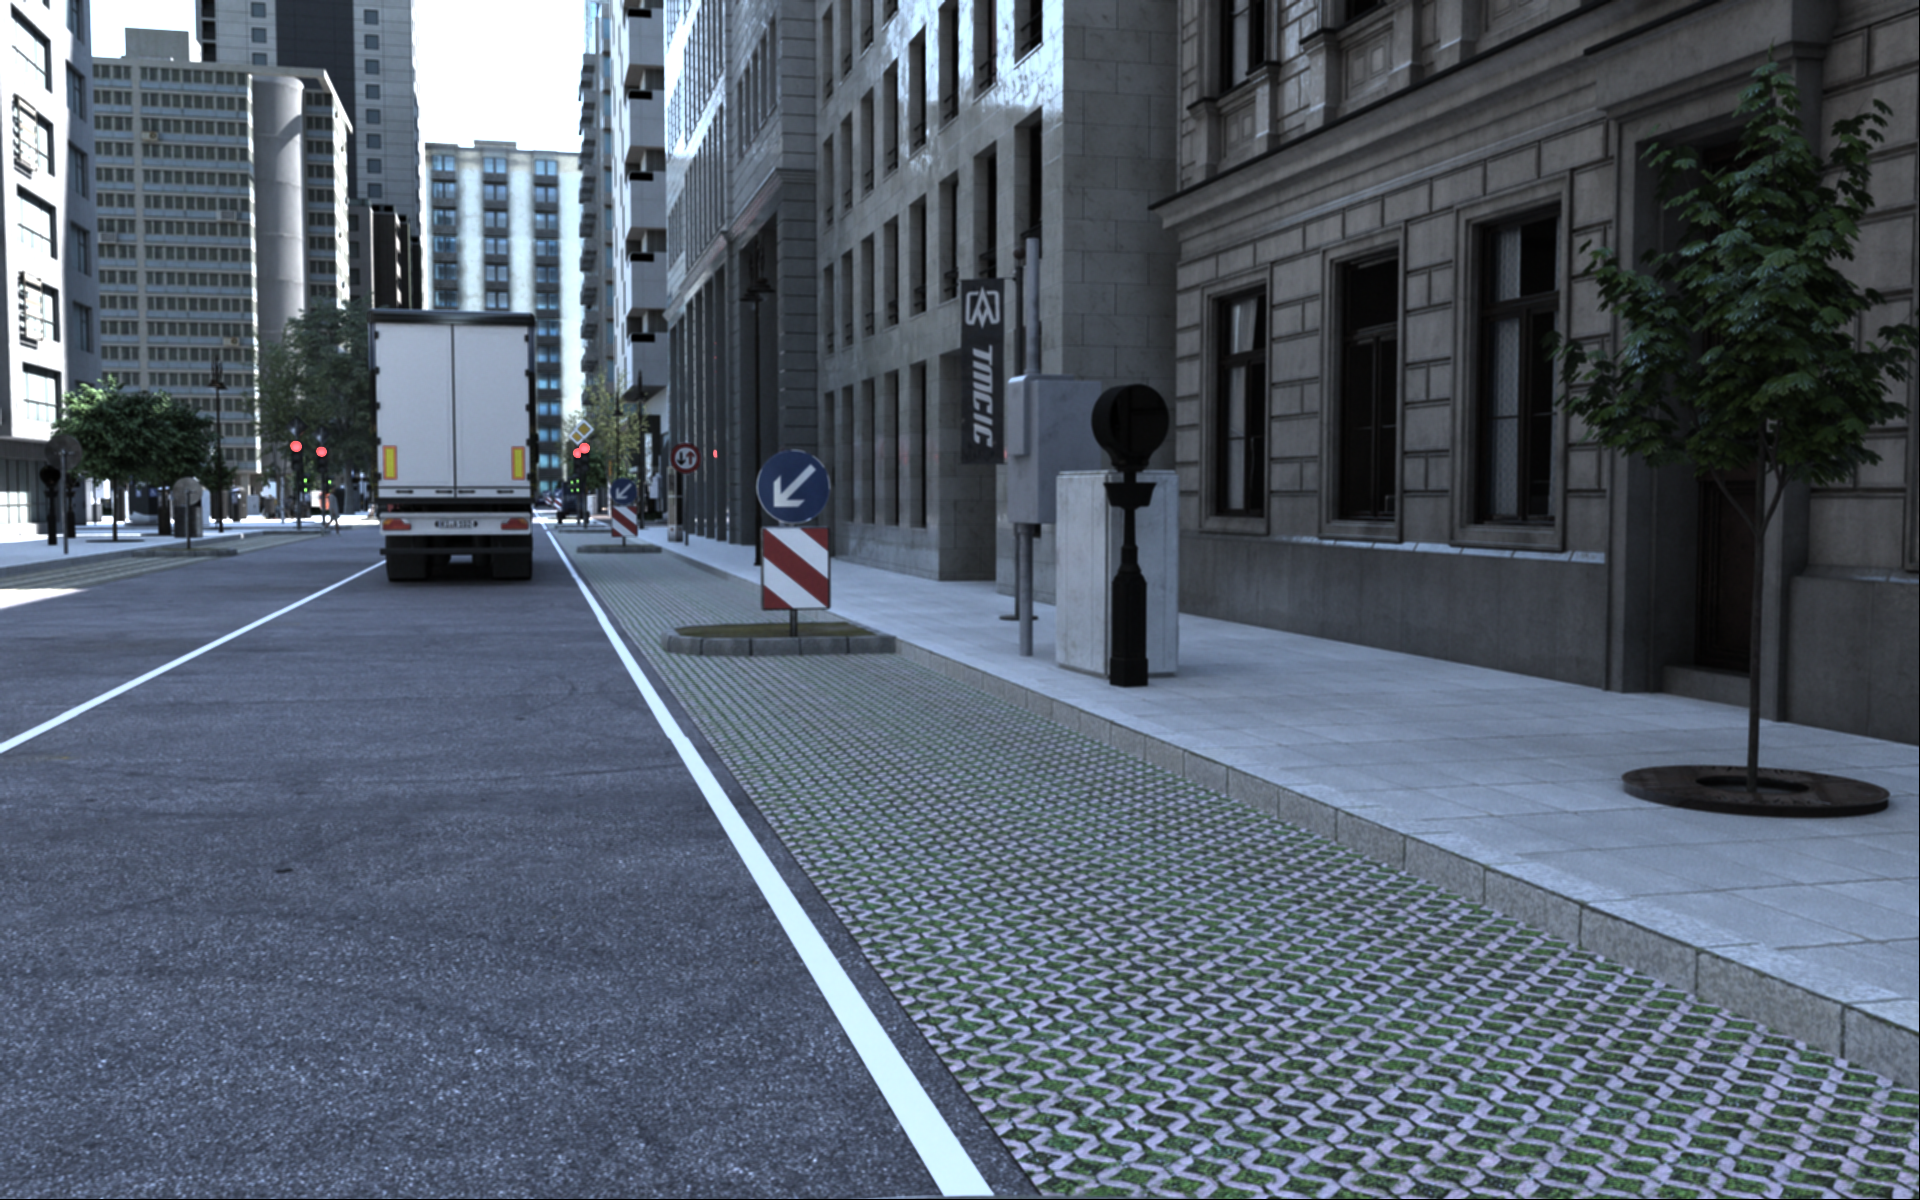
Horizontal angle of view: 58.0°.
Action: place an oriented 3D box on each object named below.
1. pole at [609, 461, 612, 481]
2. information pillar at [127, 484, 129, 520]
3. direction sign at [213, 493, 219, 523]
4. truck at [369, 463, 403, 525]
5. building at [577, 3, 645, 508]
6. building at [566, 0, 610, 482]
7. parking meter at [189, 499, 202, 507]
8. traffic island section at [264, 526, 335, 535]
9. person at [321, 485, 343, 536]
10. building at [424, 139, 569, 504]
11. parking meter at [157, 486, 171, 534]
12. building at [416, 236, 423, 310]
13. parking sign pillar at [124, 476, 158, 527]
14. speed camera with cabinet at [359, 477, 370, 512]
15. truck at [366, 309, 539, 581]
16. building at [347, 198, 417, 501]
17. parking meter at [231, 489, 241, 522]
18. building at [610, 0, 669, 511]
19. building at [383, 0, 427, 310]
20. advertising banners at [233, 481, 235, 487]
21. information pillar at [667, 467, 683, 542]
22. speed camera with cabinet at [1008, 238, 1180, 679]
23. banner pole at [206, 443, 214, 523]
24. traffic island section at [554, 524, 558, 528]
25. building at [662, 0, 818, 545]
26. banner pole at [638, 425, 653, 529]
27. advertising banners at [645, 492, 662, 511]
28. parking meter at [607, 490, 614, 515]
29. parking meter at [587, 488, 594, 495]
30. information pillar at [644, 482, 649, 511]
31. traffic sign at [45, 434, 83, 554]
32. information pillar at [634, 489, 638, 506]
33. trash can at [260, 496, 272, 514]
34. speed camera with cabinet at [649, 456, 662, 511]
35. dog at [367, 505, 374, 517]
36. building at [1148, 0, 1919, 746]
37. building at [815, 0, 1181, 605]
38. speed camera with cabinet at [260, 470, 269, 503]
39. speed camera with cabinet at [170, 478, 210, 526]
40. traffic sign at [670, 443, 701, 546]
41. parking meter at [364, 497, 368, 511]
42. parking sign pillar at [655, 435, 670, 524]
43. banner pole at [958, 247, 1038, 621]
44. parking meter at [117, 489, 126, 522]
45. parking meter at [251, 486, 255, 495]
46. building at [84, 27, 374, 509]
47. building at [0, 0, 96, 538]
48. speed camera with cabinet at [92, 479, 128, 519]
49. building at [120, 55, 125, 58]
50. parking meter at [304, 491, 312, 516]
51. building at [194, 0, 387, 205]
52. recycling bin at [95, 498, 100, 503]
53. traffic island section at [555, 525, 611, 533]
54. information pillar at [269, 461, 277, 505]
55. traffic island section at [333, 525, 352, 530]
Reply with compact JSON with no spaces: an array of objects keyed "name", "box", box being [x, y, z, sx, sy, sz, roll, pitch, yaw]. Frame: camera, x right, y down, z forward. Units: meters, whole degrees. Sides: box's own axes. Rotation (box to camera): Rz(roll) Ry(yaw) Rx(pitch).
[{"name":"pole","box":[-21.309,-6.832,105.548,0.158,3.312,0.155,0,3,0]},{"name":"information pillar","box":[-39.958,-4.836,83.557,0.304,2.012,0.304,-1,4,-13]},{"name":"direction sign","box":[-32.801,-5.165,76.449,0.379,3.537,0.876,-1,4,-22]},{"name":"truck","box":[-24.150,-5.371,76.728,2.839,4.237,11.283,-1,4,-12]},{"name":"building","box":[-26.940,-33.996,175.449,23.786,49.044,30.456,-1,4,-14]},{"name":"building","box":[-35.232,-54.554,204.635,22.319,86.520,31.000,-1,4,-14]},{"name":"parking meter","box":[-22.946,-2.662,51.940,0.372,1.533,0.369,0,3,0]},{"name":"traffic island section","box":[-23.745,-2.440,62.170,2.009,0.180,2.903,-1,4,-14]},{"name":"person","box":[-21.376,-3.040,58.955,0.466,1.731,0.760,2,4,35]},{"name":"building","box":[-63.181,-37.747,236.778,30.456,49.044,23.786,-1,4,-14]},{"name":"parking meter","box":[-25.662,-2.902,55.855,0.372,1.533,0.369,0,3,0]},{"name":"building","box":[-64.833,-25.256,184.640,14.160,30.474,14.107,-1,4,-14]},{"name":"parking sign pillar","box":[-32.442,-4.909,68.742,1.447,3.967,1.447,2,4,31]},{"name":"speed camera with cabinet","box":[-43.448,-8.028,125.594,0.660,3.252,2.038,0,4,2]},{"name":"truck","box":[-9.144,-2.630,31.912,2.839,4.237,11.283,-1,4,-15]},{"name":"building","box":[-61.519,-24.382,170.340,14.160,30.474,14.107,-1,4,-14]},{"name":"parking meter","box":[-33.062,-4.324,79.107,0.372,1.533,0.369,0,3,0]},{"name":"building","box":[-11.813,-33.069,129.909,28.713,52.752,27.495,-1,4,-14]},{"name":"building","box":[-73.241,-46.653,201.030,20.611,71.187,20.563,-1,4,-14]},{"name":"advertising banners","box":[-57.480,-8.591,136.647,0.090,3.025,2.074,-2,4,-35]},{"name":"information pillar","box":[-7.655,-2.573,46.559,0.304,2.012,0.304,2,4,29]},{"name":"speed camera with cabinet","box":[0.959,-1.136,12.907,0.660,3.252,2.038,-1,4,-18]},{"name":"banner pole","box":[-33.831,-5.397,78.250,0.401,3.779,0.863,1,4,12]},{"name":"traffic island section","box":[-15.906,-3.063,72.364,2.009,0.180,2.903,-1,4,-14]},{"name":"building","box":[-2.008,-16.707,50.649,11.434,29.767,29.804,-1,4,-14]},{"name":"banner pole","box":[-11.395,-4.458,62.898,0.401,3.779,0.863,-3,5,-44]},{"name":"advertising banners","box":[-15.793,-5.900,92.659,2.074,3.025,0.090,-1,4,-20]},{"name":"parking meter","box":[-21.013,-5.853,104.101,0.372,1.533,0.369,0,3,0]},{"name":"parking meter","box":[-24.210,-6.597,113.578,0.399,1.863,0.255,2,4,24]},{"name":"information pillar","box":[-19.046,-6.179,105.511,0.304,2.012,0.304,1,4,14]},{"name":"traffic sign","box":[-19.160,-2.259,37.045,0.768,2.556,0.104,0,4,-6]},{"name":"information pillar","box":[-27.266,-8.641,145.774,0.304,2.012,0.304,-2,4,-25]},{"name":"trash can","box":[-42.934,-5.845,107.225,0.748,1.137,0.748,0,3,0]},{"name":"speed camera with cabinet","box":[-15.282,-5.834,89.716,0.660,3.252,2.038,2,4,25]},{"name":"dog","box":[-33.366,-4.982,98.296,0.513,0.831,0.800,0,4,-5]},{"name":"building","box":[9.006,-8.958,11.094,10.561,19.102,19.286,-1,4,-14]},{"name":"building","box":[4.139,-10.625,28.466,10.420,20.320,16.860,-1,4,-14]},{"name":"speed camera with cabinet","box":[-52.841,-8.403,131.730,0.660,3.252,2.038,-2,4,-27]},{"name":"speed camera with cabinet","box":[-30.551,-4.544,68.627,0.660,3.252,2.038,0,4,6]},{"name":"traffic sign","box":[-6.805,-2.627,43.057,0.768,2.556,0.104,0,4,-6]},{"name":"parking meter","box":[-43.901,-7.309,127.906,0.372,1.533,0.369,0,3,0]},{"name":"parking sign pillar","box":[-12.498,-5.293,75.019,1.447,3.967,1.447,-2,4,-28]},{"name":"banner pole","box":[0.384,-1.695,17.723,0.863,3.779,0.401,1,4,19]},{"name":"parking meter","box":[-38.738,-4.376,79.961,0.372,1.533,0.369,0,3,0]},{"name":"parking meter","box":[-53.885,-7.724,132.005,0.255,1.863,0.399,-1,4,-13]},{"name":"building","box":[-66.195,-27.974,149.255,32.217,40.220,23.993,-1,4,-14]},{"name":"building","box":[-34.795,-22.544,52.188,14.086,41.232,14.154,-1,4,-14]},{"name":"speed camera with cabinet","box":[-44.090,-5.866,90.239,2.038,3.252,0.660,0,4,2]},{"name":"building","box":[-93.490,-34.986,195.714,21.600,48.544,21.300,-1,4,-14]},{"name":"parking meter","box":[-37.650,-5.602,100.000,0.372,1.533,0.369,0,3,0]},{"name":"building","box":[-87.417,-48.290,227.796,20.611,71.187,20.563,-1,4,-14]},{"name":"recycling bin","box":[-64.879,-7.157,129.578,0.722,1.027,0.722,1,4,12]},{"name":"traffic island section","box":[-13.956,-2.590,64.620,2.009,0.180,2.903,-1,4,-14]},{"name":"information pillar","box":[-46.739,-7.736,117.832,0.504,3.616,0.183,0,4,5]},{"name":"traffic island section","box":[-25.694,-2.913,69.914,2.009,0.180,2.903,-1,4,-14]}]
